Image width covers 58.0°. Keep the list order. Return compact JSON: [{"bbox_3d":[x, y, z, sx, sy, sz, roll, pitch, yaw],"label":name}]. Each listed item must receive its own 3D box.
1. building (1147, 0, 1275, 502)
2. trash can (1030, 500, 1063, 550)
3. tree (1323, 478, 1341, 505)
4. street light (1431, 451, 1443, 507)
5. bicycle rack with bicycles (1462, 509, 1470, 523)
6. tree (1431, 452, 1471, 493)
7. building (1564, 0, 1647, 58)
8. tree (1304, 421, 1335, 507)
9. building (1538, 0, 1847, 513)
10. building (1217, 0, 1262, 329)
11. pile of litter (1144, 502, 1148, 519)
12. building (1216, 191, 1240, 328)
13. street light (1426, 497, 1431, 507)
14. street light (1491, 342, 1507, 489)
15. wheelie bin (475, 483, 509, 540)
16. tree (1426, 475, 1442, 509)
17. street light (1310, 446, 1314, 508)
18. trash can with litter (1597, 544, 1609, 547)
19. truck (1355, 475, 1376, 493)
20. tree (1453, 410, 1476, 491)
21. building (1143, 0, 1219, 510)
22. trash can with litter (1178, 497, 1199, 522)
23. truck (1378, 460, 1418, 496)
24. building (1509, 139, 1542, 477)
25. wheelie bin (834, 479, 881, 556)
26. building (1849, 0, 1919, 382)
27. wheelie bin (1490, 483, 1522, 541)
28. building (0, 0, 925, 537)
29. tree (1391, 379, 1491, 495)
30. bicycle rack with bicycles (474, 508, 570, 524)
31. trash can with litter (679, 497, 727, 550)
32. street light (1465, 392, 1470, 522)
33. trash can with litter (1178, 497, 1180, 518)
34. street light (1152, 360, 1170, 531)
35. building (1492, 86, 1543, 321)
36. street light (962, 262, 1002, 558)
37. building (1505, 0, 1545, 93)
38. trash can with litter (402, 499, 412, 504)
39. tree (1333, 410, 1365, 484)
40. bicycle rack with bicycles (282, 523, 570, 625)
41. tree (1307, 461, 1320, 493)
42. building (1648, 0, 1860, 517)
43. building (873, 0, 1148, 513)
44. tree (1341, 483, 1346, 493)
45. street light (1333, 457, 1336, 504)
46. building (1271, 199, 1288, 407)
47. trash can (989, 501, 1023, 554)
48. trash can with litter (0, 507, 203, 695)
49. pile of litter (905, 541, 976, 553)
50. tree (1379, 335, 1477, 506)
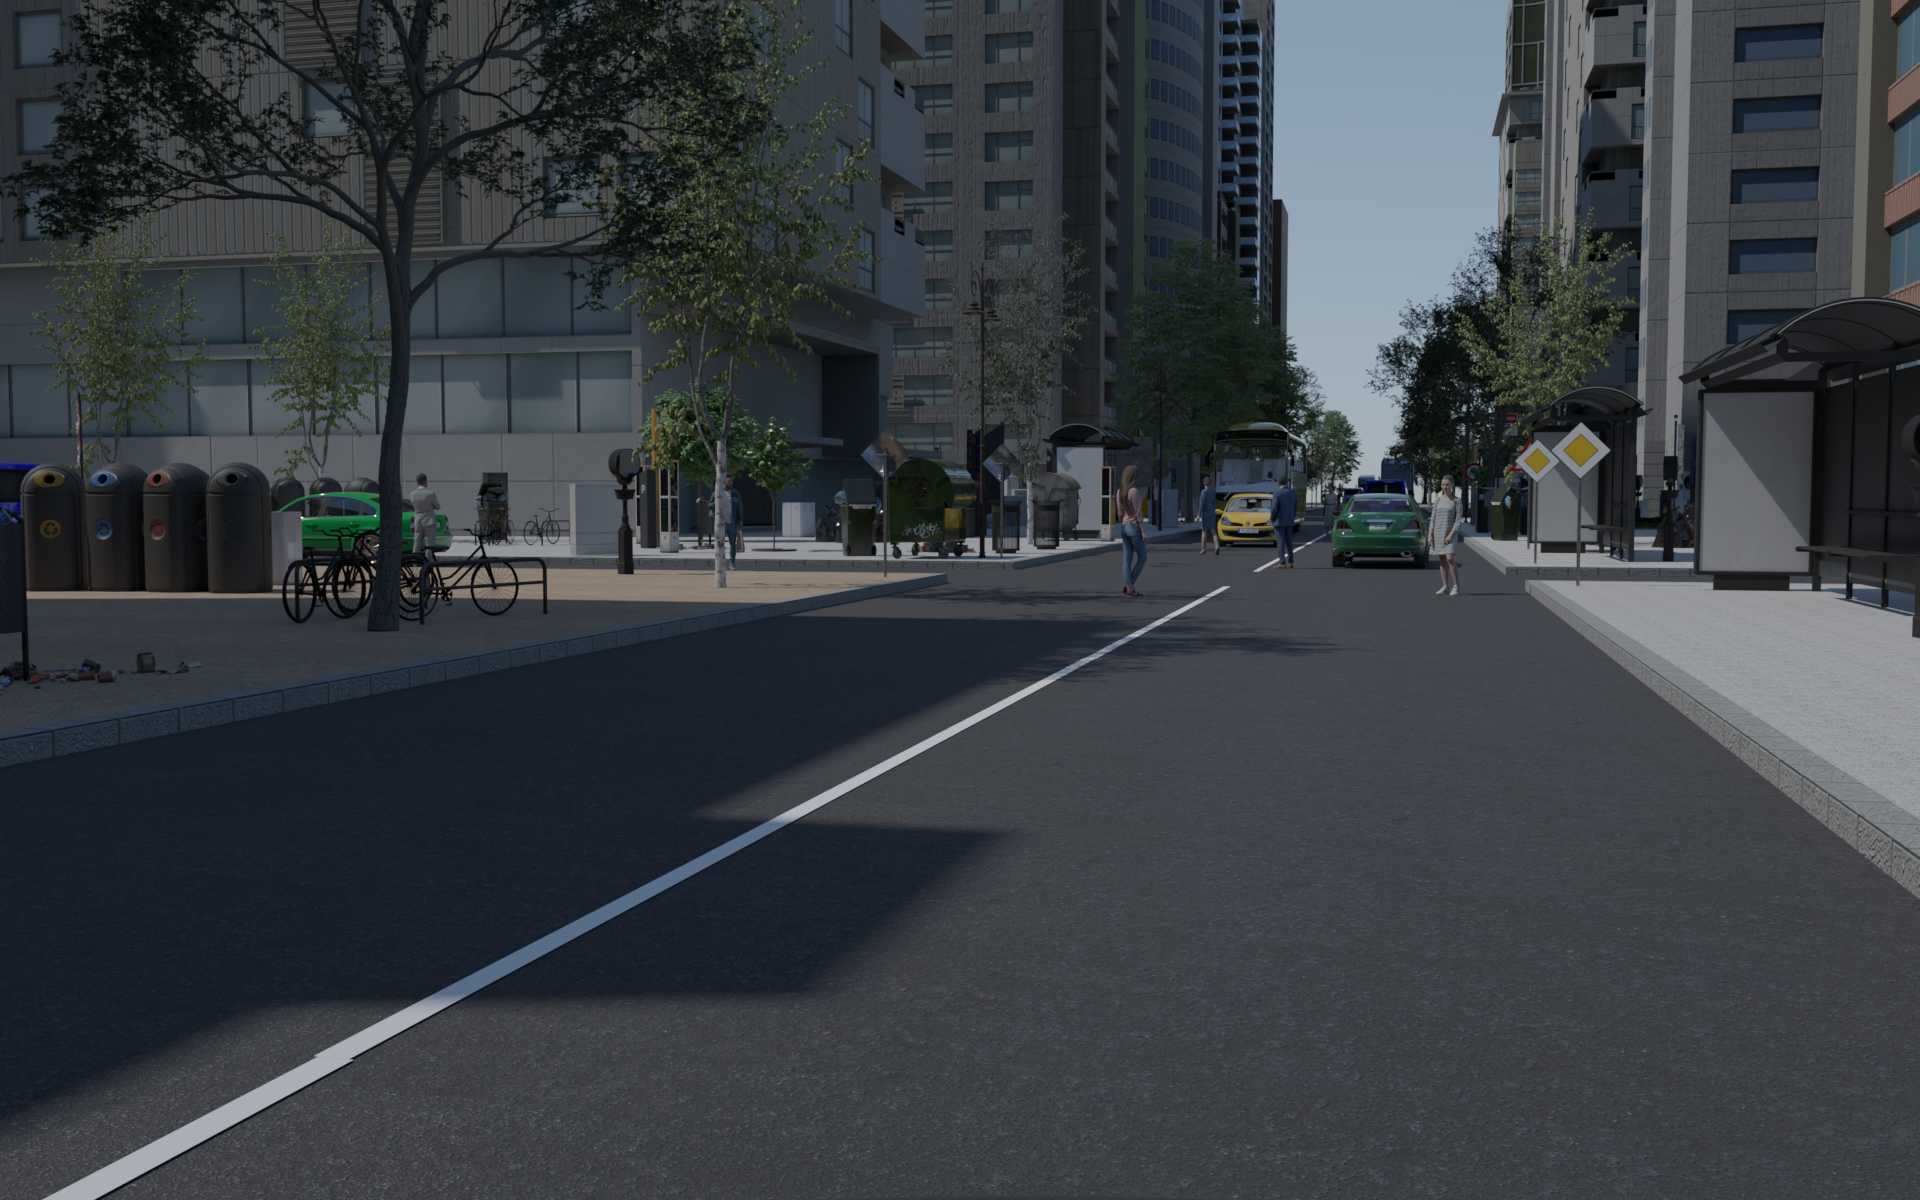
[{"bbox_3d":[34.793,-49.018,239.689,20.563,71.187,20.611,1,4,14],"label":"building"},{"bbox_3d":[2.005,-1.743,40.144,0.748,1.137,0.748,0,3,0],"label":"trash can"},{"bbox_3d":[44.785,-13.158,209.733,1.663,3.219,1.824,0,3,0],"label":"tree"},{"bbox_3d":[41.820,-10.959,151.968,0.468,5.910,1.993,1,4,14],"label":"street light"},{"bbox_3d":[23.433,-3.807,75.630,2.925,0.926,2.852,1,4,11],"label":"bicycle rack with bicycles"},{"bbox_3d":[30.805,-7.568,107.450,4.285,4.588,4.351,0,3,0],"label":"tree"},{"bbox_3d":[58.184,-32.685,123.644,28.713,52.752,27.495,1,4,14],"label":"building"},{"bbox_3d":[35.741,-13.695,174.270,4.360,8.622,3.978,0,3,0],"label":"tree"},{"bbox_3d":[61.842,-37.262,151.228,21.231,58.520,28.212,1,4,14],"label":"building"},{"bbox_3d":[26.905,-55.119,213.864,22.319,86.520,31.000,1,4,14],"label":"building"},{"bbox_3d":[9.762,-4.674,90.387,1.719,0.858,1.176,1,4,12],"label":"pile of litter"},{"bbox_3d":[18.958,-24.082,165.449,14.160,30.474,14.107,1,4,14],"label":"building"},{"bbox_3d":[48.403,-12.539,177.795,0.468,5.910,1.993,1,4,14],"label":"street light"},{"bbox_3d":[16.382,-4.884,52.649,0.468,5.910,1.993,1,4,14],"label":"street light"},{"bbox_3d":[-12.985,-2.465,48.215,0.693,1.594,0.980,3,5,43],"label":"wheelie bin"},{"bbox_3d":[40.656,-9.378,147.927,1.663,3.219,1.824,0,3,0],"label":"tree"},{"bbox_3d":[32.750,-11.513,161.020,0.468,5.910,1.993,1,4,14],"label":"street light"},{"bbox_3d":[15.793,-1.888,42.250,0.624,1.170,1.055,2,4,35],"label":"trash can with litter"},{"bbox_3d":[59.377,-15.999,251.346,2.967,4.110,18.799,1,4,16],"label":"truck"},{"bbox_3d":[38.917,-11.328,135.573,4.360,8.622,3.978,0,3,0],"label":"tree"},{"bbox_3d":[9.498,-36.857,144.615,21.231,58.520,28.212,1,4,14],"label":"building"},{"bbox_3d":[10.517,-4.194,79.626,1.678,1.210,2.233,0,4,6],"label":"trash can with litter"},{"bbox_3d":[31.363,-8.264,124.870,2.967,4.110,18.799,1,4,15],"label":"truck"},{"bbox_3d":[71.093,-31.652,201.111,14.154,41.232,14.086,1,4,14],"label":"building"},{"bbox_3d":[-2.144,-1.714,35.940,0.980,1.594,0.693,-1,4,-19],"label":"wheelie bin"},{"bbox_3d":[37.655,-23.778,43.396,28.867,44.769,22.147,1,4,14],"label":"building"},{"bbox_3d":[15.025,-2.431,47.649,0.693,1.594,0.980,-1,4,-10],"label":"wheelie bin"},{"bbox_3d":[-17.085,-29.057,64.314,28.713,52.752,27.495,1,4,14],"label":"building"},{"bbox_3d":[45.706,-15.485,163.547,12.009,13.543,11.850,0,3,0],"label":"tree"},{"bbox_3d":[-11.236,-1.862,43.822,2.852,0.926,2.925,1,4,11],"label":"bicycle rack with bicycles"},{"bbox_3d":[-6.243,-1.793,40.368,1.678,1.210,2.233,1,4,21],"label":"trash can with litter"},{"bbox_3d":[22.880,-6.445,78.158,0.468,5.910,1.993,1,4,14],"label":"street light"},{"bbox_3d":[11.246,-4.913,91.718,0.624,1.170,1.055,-1,4,-12],"label":"trash can with litter"},{"bbox_3d":[6.969,-5.341,60.111,0.468,5.910,1.993,1,4,14],"label":"street light"},{"bbox_3d":[82.585,-38.541,219.390,28.713,52.752,27.495,1,4,14],"label":"building"},{"bbox_3d":[0.447,-3.784,34.655,0.468,5.910,1.993,1,4,14],"label":"street light"},{"bbox_3d":[85.024,-49.239,243.308,20.563,71.187,20.611,1,4,14],"label":"building"},{"bbox_3d":[-12.842,-1.735,39.749,0.624,1.170,1.055,0,4,-3],"label":"trash can with litter"},{"bbox_3d":[50.595,-19.250,232.857,7.486,12.596,7.792,0,3,0],"label":"tree"},{"bbox_3d":[-5.828,-0.289,18.101,2.852,0.926,2.925,2,4,30],"label":"bicycle rack with bicycles"},{"bbox_3d":[28.352,-9.868,145.052,4.285,4.588,4.351,0,3,0],"label":"tree"},{"bbox_3d":[45.157,-33.218,85.120,21.231,58.520,28.212,1,4,14],"label":"building"},{"bbox_3d":[2.503,-25.280,96.916,14.154,41.232,14.086,1,4,14],"label":"building"},{"bbox_3d":[55.274,-15.747,252.067,1.663,3.219,1.824,0,3,0],"label":"tree"},{"bbox_3d":[46.639,-14.832,215.292,0.468,5.910,1.993,1,4,14],"label":"street light"},{"bbox_3d":[40.992,-37.108,256.830,14.600,45.320,14.200,1,4,14],"label":"building"},{"bbox_3d":[0.992,-1.577,37.435,0.748,1.137,0.748,0,3,0],"label":"trash can"},{"bbox_3d":[-6.227,-0.050,11.870,1.678,1.210,2.233,3,5,41],"label":"trash can with litter"},{"bbox_3d":[-0.404,-1.485,38.248,1.176,0.858,1.719,-3,4,-38],"label":"pile of litter"},{"bbox_3d":[52.507,-20.300,187.799,12.611,20.169,13.585,0,3,0],"label":"tree"}]
